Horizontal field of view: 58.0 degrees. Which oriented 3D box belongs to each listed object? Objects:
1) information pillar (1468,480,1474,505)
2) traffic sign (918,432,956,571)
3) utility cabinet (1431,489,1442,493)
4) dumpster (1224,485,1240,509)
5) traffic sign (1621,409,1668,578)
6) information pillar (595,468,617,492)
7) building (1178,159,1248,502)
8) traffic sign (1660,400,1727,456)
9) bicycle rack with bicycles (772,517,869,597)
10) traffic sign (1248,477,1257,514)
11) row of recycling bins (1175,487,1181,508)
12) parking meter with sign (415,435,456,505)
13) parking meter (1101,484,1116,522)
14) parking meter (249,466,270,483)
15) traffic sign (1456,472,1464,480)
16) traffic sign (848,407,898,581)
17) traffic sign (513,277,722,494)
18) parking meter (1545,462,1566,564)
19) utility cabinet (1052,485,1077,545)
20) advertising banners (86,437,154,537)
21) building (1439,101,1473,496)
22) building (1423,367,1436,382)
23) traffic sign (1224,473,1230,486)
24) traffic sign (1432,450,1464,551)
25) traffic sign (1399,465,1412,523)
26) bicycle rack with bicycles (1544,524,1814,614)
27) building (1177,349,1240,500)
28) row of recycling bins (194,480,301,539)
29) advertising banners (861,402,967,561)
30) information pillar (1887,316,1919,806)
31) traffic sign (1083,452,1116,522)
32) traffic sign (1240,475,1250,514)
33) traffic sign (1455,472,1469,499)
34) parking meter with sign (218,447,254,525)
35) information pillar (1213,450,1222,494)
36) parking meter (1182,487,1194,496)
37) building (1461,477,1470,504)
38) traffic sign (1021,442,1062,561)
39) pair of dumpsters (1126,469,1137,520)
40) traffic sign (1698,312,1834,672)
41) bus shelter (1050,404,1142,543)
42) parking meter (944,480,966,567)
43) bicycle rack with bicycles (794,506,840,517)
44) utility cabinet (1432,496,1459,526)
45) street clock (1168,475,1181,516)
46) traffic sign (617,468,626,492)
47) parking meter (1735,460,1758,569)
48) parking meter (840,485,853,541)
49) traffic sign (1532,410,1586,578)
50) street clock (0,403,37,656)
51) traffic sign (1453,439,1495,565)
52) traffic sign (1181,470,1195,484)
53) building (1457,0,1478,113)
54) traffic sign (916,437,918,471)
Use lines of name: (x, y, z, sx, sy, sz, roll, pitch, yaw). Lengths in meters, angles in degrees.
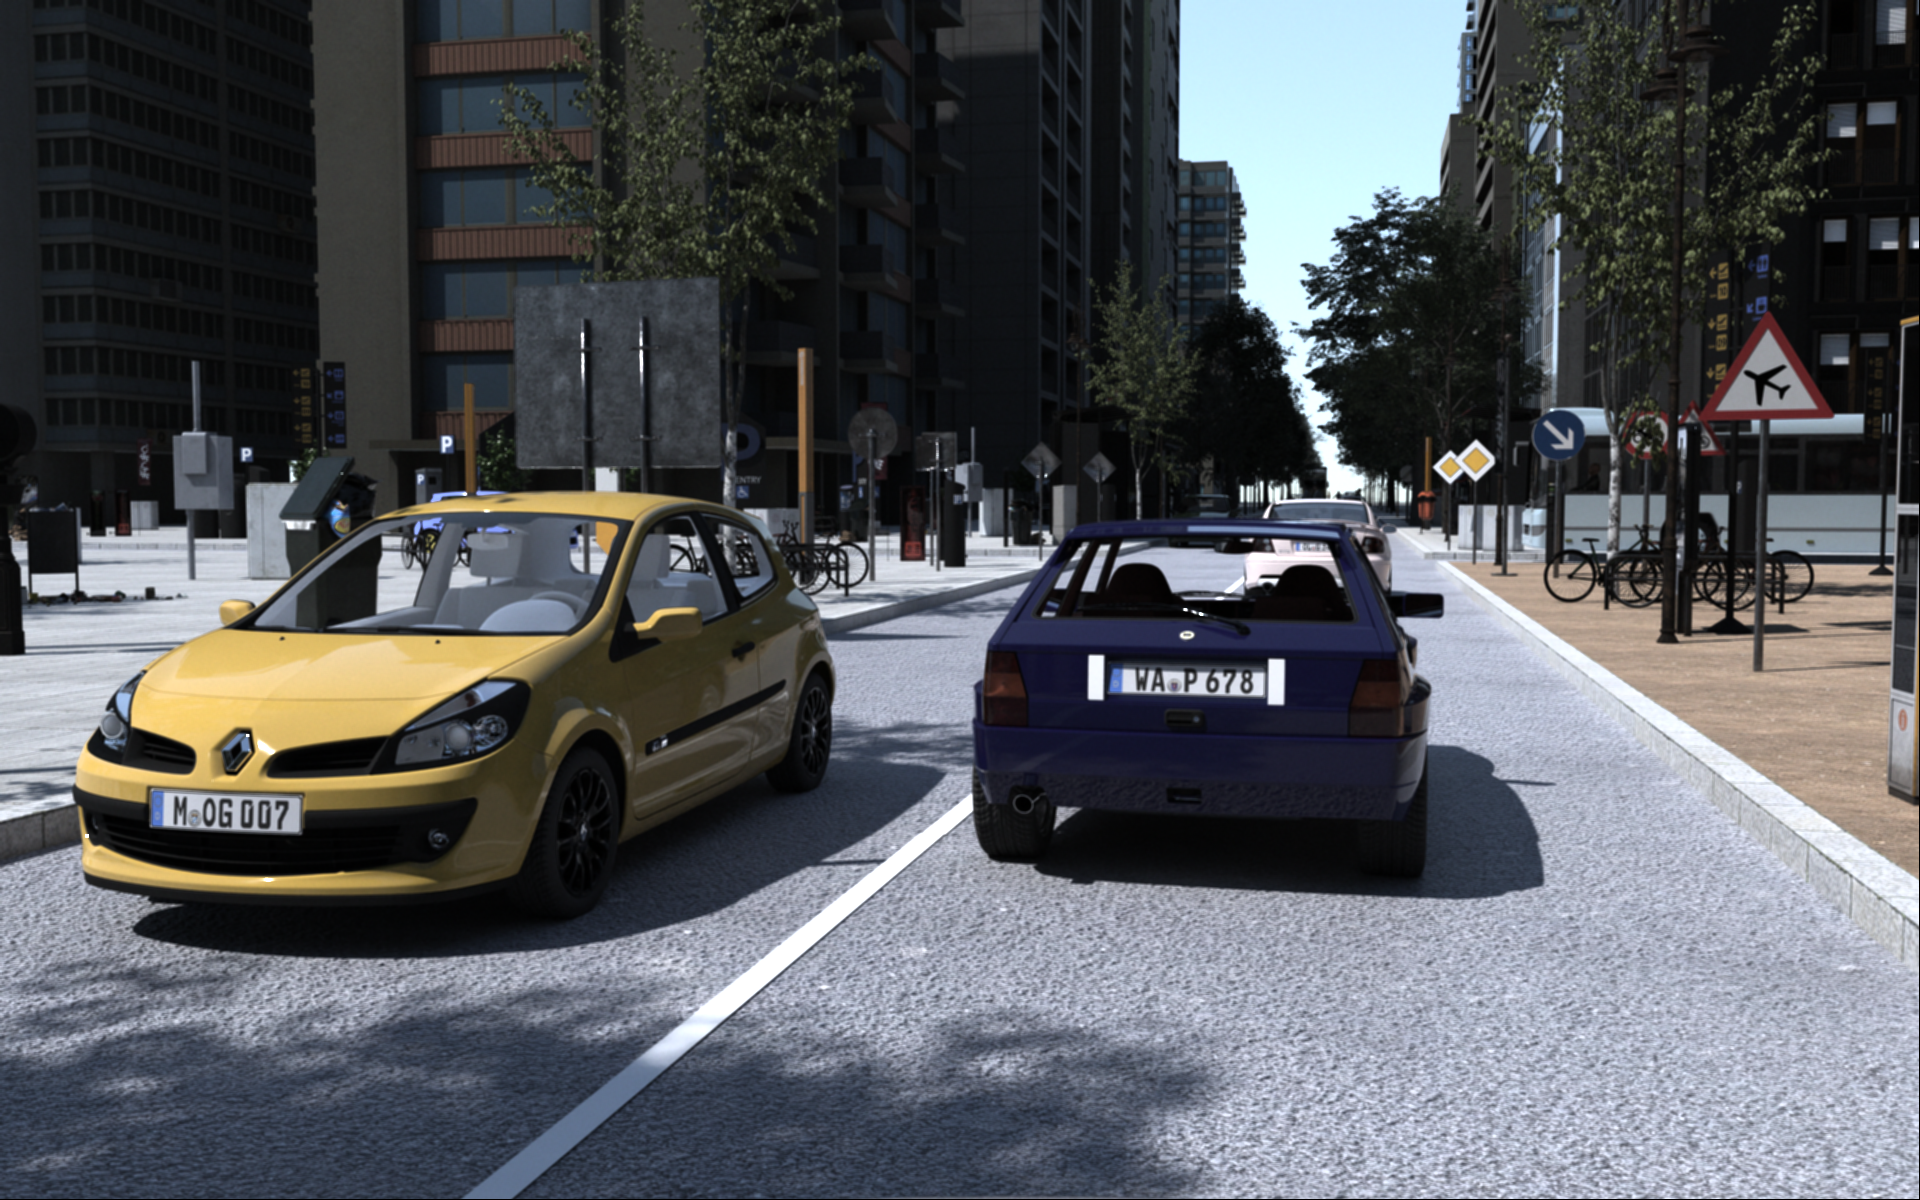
information pillar: (26.819, -5.276, 90.756, 0.304, 2.012, 0.304, -1, 4, -10)
traffic sign: (-0.359, -1.626, 28.720, 0.606, 2.300, 0.079, 1, 4, 20)
utility cabinet: (22.180, -4.455, 81.526, 1.173, 1.500, 0.318, 3, 5, 40)
dumpster: (17.733, -6.619, 113.973, 1.264, 1.857, 1.865, 1, 4, 13)
traffic sign: (10.100, -1.551, 25.469, 0.768, 2.556, 0.104, 1, 4, 18)
information pillar: (-5.151, -2.088, 25.491, 0.504, 3.616, 0.183, 2, 4, 29)
building: (29.734, -38.595, 250.630, 23.786, 49.044, 30.456, 1, 4, 13)
traffic sign: (10.134, -1.469, 24.017, 0.884, 2.594, 0.081, 1, 4, 21)
bicycle rack with bicycles: (-2.581, -0.560, 22.537, 2.925, 0.926, 2.852, 0, 4, -6)
traffic sign: (18.636, -6.788, 111.092, 0.768, 2.556, 0.104, 1, 4, 16)
row of recycling bins: (8.924, -4.229, 76.260, 1.069, 1.692, 3.534, 1, 4, 22)
parking meter with sign: (-15.526, -3.322, 50.572, 0.543, 3.016, 1.738, 2, 4, 27)
parking meter: (3.794, -2.194, 44.286, 0.372, 1.533, 0.369, 0, 3, 0)
parking meter: (-14.485, -1.845, 35.876, 0.399, 1.863, 0.255, 2, 4, 31)
traffic sign: (18.140, -3.891, 63.730, 0.768, 2.556, 0.104, 1, 4, 22)
traffic sign: (-1.294, -1.550, 25.443, 0.768, 2.556, 0.104, 1, 4, 14)
traffic sign: (-3.317, -1.392, 16.628, 2.265, 3.308, 0.079, 1, 4, 20)
parking meter: (10.917, -1.593, 31.752, 0.255, 1.863, 0.399, 2, 4, 31)
utility cabinet: (2.618, -2.127, 43.452, 0.318, 1.500, 1.173, 1, 4, 19)
advertising banners: (-25.657, -3.473, 52.964, 0.090, 3.025, 2.074, 3, 5, 41)
building: (69.125, -35.778, 208.675, 21.300, 48.544, 21.600, 1, 4, 13)
building: (76.006, -29.730, 257.788, 14.160, 30.474, 14.107, 1, 4, 13)
traffic sign: (16.555, -6.493, 106.259, 0.768, 2.556, 0.104, 1, 4, 16)
traffic sign: (11.092, -2.177, 39.239, 0.795, 2.450, 0.064, 1, 4, 13)
traffic sign: (19.539, -4.614, 75.541, 0.768, 2.556, 0.104, 1, 4, 18)
bicycle rack with bicycles: (8.224, -0.396, 19.850, 2.925, 0.926, 2.852, 2, 4, 24)
building: (21.188, -23.098, 222.685, 27.650, 21.520, 28.899, 1, 4, 13)
row of recycling bins: (-20.544, -2.640, 50.277, 3.534, 1.692, 1.069, 0, 4, -4)
advertising banners: (-0.874, -2.257, 33.090, 2.074, 3.025, 0.090, -1, 4, -14)
information pillar: (4.090, -0.165, 7.188, 0.304, 2.012, 0.304, 1, 4, 8)
traffic sign: (3.293, -2.285, 40.995, 0.795, 2.450, 0.064, 1, 4, 13)
traffic sign: (18.146, -6.750, 110.463, 0.768, 2.556, 0.104, 1, 4, 13)
traffic sign: (22.152, -4.689, 76.774, 0.768, 2.556, 0.104, 1, 4, 19)
parking meter with sign: (-26.755, -4.132, 63.823, 0.543, 3.016, 1.738, 1, 4, 13)
information pillar: (13.688, -6.171, 92.248, 0.504, 3.616, 0.183, -2, 4, -24)
parking meter: (8.531, -3.434, 64.557, 0.372, 1.533, 0.369, 0, 3, 0)
building: (64.101, -28.717, 161.402, 32.217, 40.220, 23.993, 1, 4, 13)
traffic sign: (1.552, -1.808, 33.202, 0.795, 2.450, 0.064, 1, 4, 13)
pair of dumpsters: (5.219, -3.574, 60.931, 1.574, 2.255, 4.437, 1, 4, 13)
traffic sign: (5.766, -0.761, 12.440, 0.884, 2.594, 0.081, 1, 4, 22)
bus shelter: (3.853, -3.498, 48.476, 1.731, 3.624, 6.357, 1, 4, 13)
parking meter: (-0.091, -1.348, 30.454, 0.372, 1.533, 0.369, 0, 3, 0)
bicycle rack with bicycles: (-4.409, -2.288, 50.795, 2.925, 0.926, 2.852, 0, 4, 1)
utility cabinet: (19.691, -3.615, 70.270, 1.020, 1.237, 0.306, 1, 4, 18)
street clock: (8.130, -3.741, 65.737, 0.471, 2.002, 0.358, 0, 4, 8)
traffic sign: (-3.347, -1.041, 17.129, 0.768, 2.556, 0.104, 1, 4, 21)
parking meter: (13.525, -1.476, 29.837, 0.255, 1.863, 0.399, 0, 4, -1)
parking meter: (-3.094, -2.379, 47.304, 0.372, 1.533, 0.369, 0, 3, 0)
traffic sign: (9.085, -1.603, 26.320, 0.768, 2.556, 0.104, 1, 4, 22)
street clock: (-7.609, -0.563, 13.772, 0.471, 2.002, 0.358, 0, 4, 1)
traffic sign: (9.351, -1.700, 31.445, 0.795, 2.450, 0.064, 1, 4, 13)
traffic sign: (11.893, -5.522, 90.394, 0.768, 2.556, 0.104, 1, 4, 14)
building: (75.896, -56.291, 233.036, 22.319, 86.520, 31.000, 1, 4, 13)
traffic sign: (-0.500, -1.760, 30.903, 0.606, 2.300, 0.079, 1, 4, 13)
